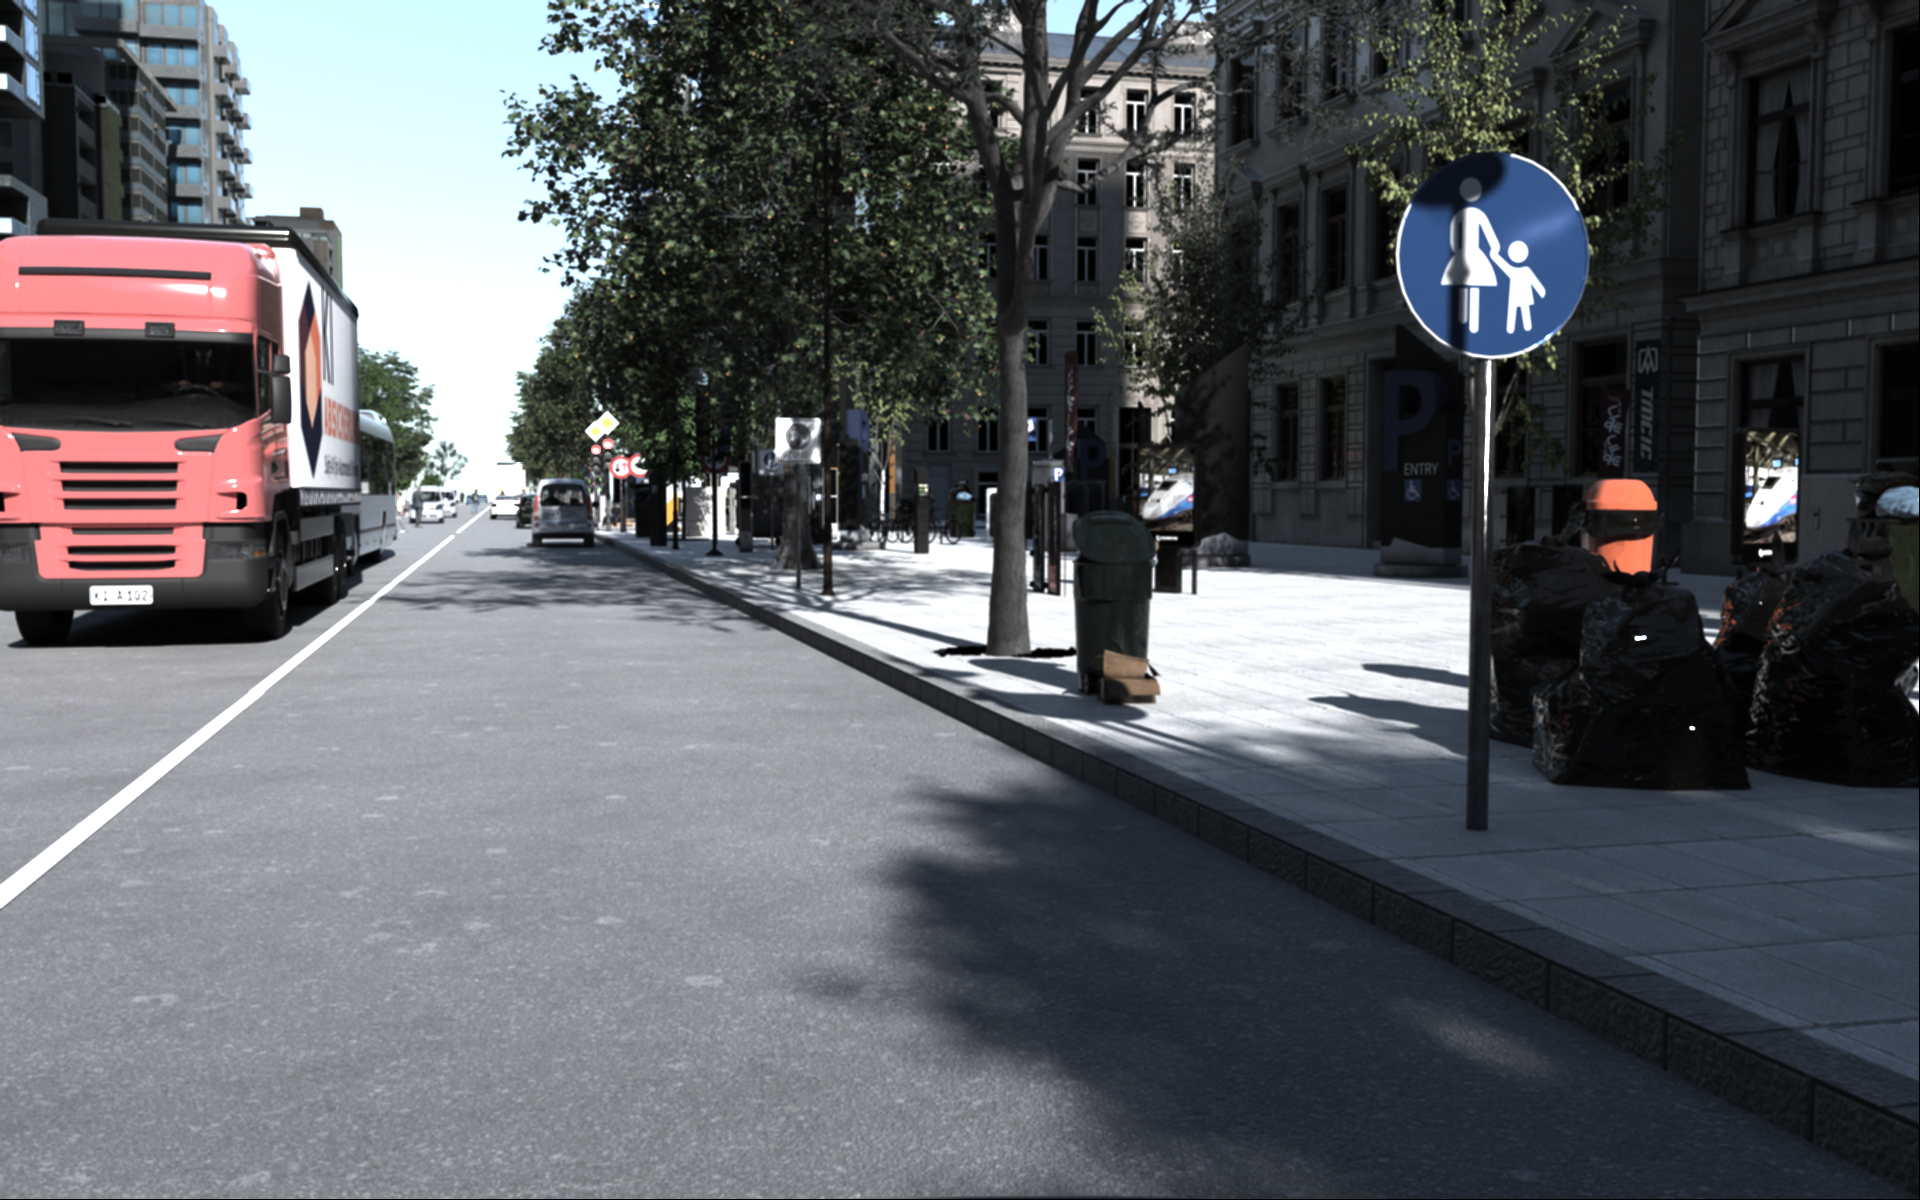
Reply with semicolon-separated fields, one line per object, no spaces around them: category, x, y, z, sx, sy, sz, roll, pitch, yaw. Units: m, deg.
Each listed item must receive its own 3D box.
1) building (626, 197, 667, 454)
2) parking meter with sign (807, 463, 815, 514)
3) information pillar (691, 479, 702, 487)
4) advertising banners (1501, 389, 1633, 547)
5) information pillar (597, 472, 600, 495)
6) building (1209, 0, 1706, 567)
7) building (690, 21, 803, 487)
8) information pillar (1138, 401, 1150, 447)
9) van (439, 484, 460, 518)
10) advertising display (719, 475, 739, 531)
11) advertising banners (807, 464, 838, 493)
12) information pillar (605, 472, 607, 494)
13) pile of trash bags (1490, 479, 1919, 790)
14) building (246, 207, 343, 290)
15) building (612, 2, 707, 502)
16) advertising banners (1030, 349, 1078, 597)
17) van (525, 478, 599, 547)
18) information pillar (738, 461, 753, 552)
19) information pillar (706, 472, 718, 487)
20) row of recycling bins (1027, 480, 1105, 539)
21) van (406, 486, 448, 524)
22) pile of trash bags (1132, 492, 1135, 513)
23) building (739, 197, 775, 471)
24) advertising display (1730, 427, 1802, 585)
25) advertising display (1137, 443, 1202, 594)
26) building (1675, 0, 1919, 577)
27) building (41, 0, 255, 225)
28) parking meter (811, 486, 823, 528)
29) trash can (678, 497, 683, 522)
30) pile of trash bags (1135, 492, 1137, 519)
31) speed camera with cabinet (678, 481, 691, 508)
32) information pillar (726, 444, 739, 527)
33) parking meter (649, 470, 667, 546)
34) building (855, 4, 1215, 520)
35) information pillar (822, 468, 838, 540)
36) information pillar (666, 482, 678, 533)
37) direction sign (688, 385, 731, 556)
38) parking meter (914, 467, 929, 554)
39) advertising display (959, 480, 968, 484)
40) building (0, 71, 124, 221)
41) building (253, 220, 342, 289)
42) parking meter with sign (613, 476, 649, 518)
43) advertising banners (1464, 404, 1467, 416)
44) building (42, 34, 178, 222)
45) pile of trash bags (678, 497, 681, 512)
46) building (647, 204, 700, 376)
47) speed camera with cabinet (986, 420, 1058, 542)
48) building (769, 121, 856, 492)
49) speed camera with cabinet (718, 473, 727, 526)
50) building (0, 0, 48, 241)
building;-42.724;-37.367;261.057;14.600;45.320;14.200;-1;4;-15
parking meter with sign;-6.193;-4.441;68.879;0.543;3.016;1.738;-1;4;-17
information pillar;-19.479;-8.339;127.702;0.504;3.616;0.183;3;5;43
advertising banners;10.198;-2.016;29.143;2.074;3.025;0.090;1;4;9
information pillar;-24.722;-7.766;118.321;0.504;3.616;0.183;0;4;6
building;14.475;-12.478;40.168;11.583;22.565;21.152;-1;4;-15
building;-14.990;-44.410;164.363;20.563;71.187;20.611;-1;4;-15
information pillar;4.654;-3.220;44.002;0.183;3.616;0.504;2;4;35
van;-31.812;-6.086;106.524;2.013;2.044;4.112;-1;4;-16
advertising display;-7.812;-3.323;59.541;0.974;1.923;0.123;-2;4;-29
advertising banners;-7.171;-5.761;90.382;2.074;3.025;0.090;-1;4;-18
information pillar;-15.423;-5.158;75.689;0.183;3.616;0.504;-1;4;-19
pile of trash bags;3.703;0.041;9.075;1.912;1.369;3.447;1;4;9
building;-104.739;-38.068;272.524;14.600;45.320;14.200;-1;4;-15
building;-45.083;-59.373;283.418;22.319;86.520;31.000;-1;4;-15
advertising banners;1.194;-1.581;22.030;0.090;3.025;2.074;-1;4;-12
van;-11.000;-2.503;47.941;2.013;2.044;4.112;-1;4;-13
information pillar;-4.742;-2.072;38.363;0.304;2.012;0.304;0;4;-6
information pillar;-8.306;-3.280;58.112;0.304;2.012;0.304;-3;4;-38
row of recycling bins;3.020;-2.678;50.894;1.069;1.692;3.534;3;5;44
van;-26.398;-4.815;85.736;2.013;2.044;4.112;-1;4;-16
pile of trash bags;11.688;-7.411;130.928;1.912;1.369;3.447;-1;4;-17
building;-9.002;-21.164;133.416;14.401;28.519;23.554;-1;4;-15
advertising display;7.879;-0.717;16.935;0.974;1.923;0.123;-2;4;-33
advertising display;2.703;-1.053;22.425;0.974;1.923;0.123;3;5;45
building;18.484;-9.492;19.820;10.561;19.102;19.286;-1;4;-15
building;-80.883;-33.476;166.935;23.786;49.044;30.456;-1;4;-15
parking meter;-4.195;-2.600;50.920;0.372;1.533;0.369;0;3;0
trash can;-12.994;-4.213;80.531;0.748;1.137;0.748;0;3;0
pile of trash bags;10.628;-4.621;85.303;3.447;1.369;1.912;-3;5;-42
speed camera with cabinet;-21.837;-8.640;135.594;0.660;3.252;2.038;0;4;6
information pillar;-8.921;-4.684;67.932;0.504;3.616;0.183;-2;4;-33
parking meter;-7.450;-2.264;42.719;0.399;1.863;0.255;2;4;35
building;7.415;-18.037;92.173;25.104;27.353;12.463;-1;4;-15
information pillar;-3.658;-2.711;48.811;0.304;2.012;0.304;3;5;42
information pillar;-9.592;-4.045;57.486;0.504;3.616;0.183;2;4;25
direction sign;-5.130;-2.696;36.083;0.876;3.537;0.379;-3;5;-45
parking meter;-0.830;-1.934;37.331;0.255;1.863;0.399;-1;4;-14
advertising display;0.156;-4.442;77.843;0.123;1.923;0.974;-1;4;-19
building;-65.719;-21.168;117.792;14.160;30.474;14.107;-1;4;-15
building;-100.315;-35.206;259.213;14.154;41.232;14.086;-1;4;-15
parking meter with sign;-15.385;-5.203;81.333;1.738;3.016;0.543;-2;4;-32
advertising banners;8.950;-2.265;33.216;2.074;3.025;0.090;-2;4;-29
building;-78.195;-27.397;139.818;32.217;40.220;23.993;-1;4;-15
pile of trash bags;-20.027;-6.804;121.005;3.447;1.369;1.912;-2;4;-26
building;-39.405;-34.487;247.457;14.154;41.232;14.086;-1;4;-15
speed camera with cabinet;1.716;-3.177;46.285;2.038;3.252;0.660;2;4;26
building;-4.319;-19.951;112.105;13.634;28.700;20.117;-1;4;-15
speed camera with cabinet;-9.603;-4.600;69.553;0.660;3.252;2.038;-2;4;-26
building;-57.714;-47.102;82.788;22.319;86.520;31.000;-1;4;-15
